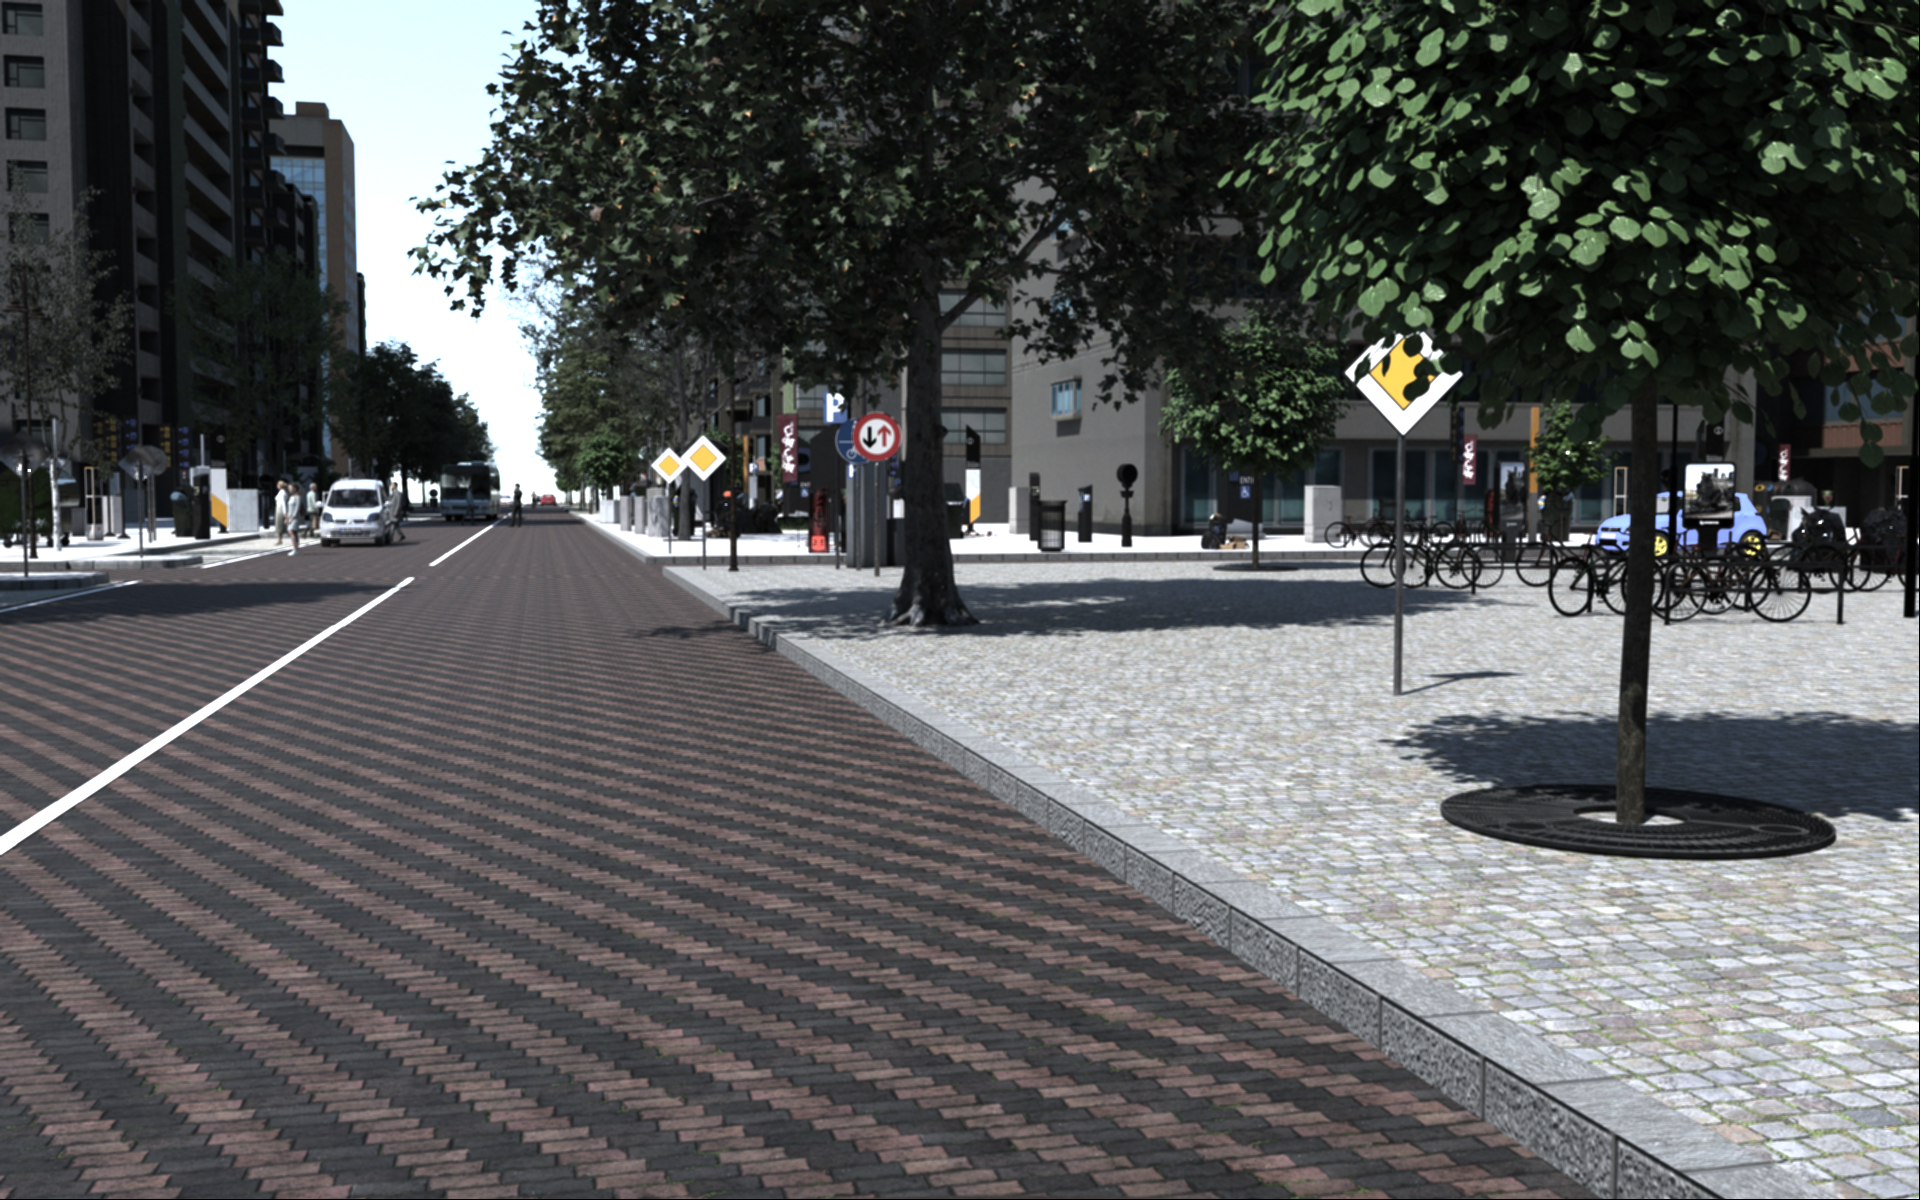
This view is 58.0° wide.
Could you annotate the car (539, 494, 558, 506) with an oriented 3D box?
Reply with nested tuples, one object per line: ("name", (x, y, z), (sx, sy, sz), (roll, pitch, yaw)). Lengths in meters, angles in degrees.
("car", (-49.722, -12.244, 209.227), (2.155, 1.783, 4.494), (-1, 4, -14))

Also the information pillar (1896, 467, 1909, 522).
("information pillar", (25.230, -2.558, 46.319), (0.304, 2.012, 0.304), (1, 4, 12))

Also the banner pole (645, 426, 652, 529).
("banner pole", (-11.438, -4.506, 63.693), (0.401, 3.779, 0.863), (-2, 4, -25))

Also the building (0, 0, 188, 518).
("building", (-49.314, -19.524, 90.923), (14.160, 30.474, 14.107), (-1, 4, -14))

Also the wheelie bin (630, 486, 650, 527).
("wheelie bin", (-12.573, -3.699, 68.390), (0.980, 1.594, 0.693), (-2, 4, -30))

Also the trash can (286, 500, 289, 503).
("trash can", (-29.412, -3.952, 76.261), (0.748, 1.137, 0.748), (0, 3, 0))

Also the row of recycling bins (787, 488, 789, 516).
("row of recycling bins", (-6.214, -4.315, 77.667), (3.534, 1.692, 1.069), (2, 4, 25))

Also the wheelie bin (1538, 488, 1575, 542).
("wheelie bin", (16.068, -2.364, 46.563), (0.980, 1.594, 0.693), (-1, 4, -10))

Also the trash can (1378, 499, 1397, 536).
("trash can", (13.094, -2.518, 52.817), (0.748, 1.137, 0.748), (0, 3, 0))

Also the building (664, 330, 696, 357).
("building", (-31.593, -34.722, 259.578), (32.217, 40.220, 23.993), (-1, 4, -14))

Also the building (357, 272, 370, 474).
("building", (-81.586, -27.119, 215.098), (14.160, 30.474, 14.107), (-1, 4, -14))

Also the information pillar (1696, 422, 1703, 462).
("information pillar", (23.116, -3.840, 54.137), (0.183, 3.616, 0.504), (3, 5, 43))

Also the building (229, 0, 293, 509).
("building", (-65.749, -29.481, 136.639), (22.147, 44.769, 28.867), (-1, 4, -14))

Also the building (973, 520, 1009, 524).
("building", (4.216, -24.341, 81.575), (14.154, 41.232, 14.086), (-1, 4, -14))

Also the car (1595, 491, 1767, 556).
("car", (16.141, -1.792, 38.888), (3.694, 1.707, 1.945), (-1, 4, -14))

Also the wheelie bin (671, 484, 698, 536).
("wheelie bin", (-8.470, -2.776, 53.297), (0.693, 1.594, 0.980), (1, 4, 11))

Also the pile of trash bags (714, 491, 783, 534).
("pile of trash bags", (-7.147, -2.872, 56.709), (1.912, 1.369, 3.447), (-2, 4, -25))

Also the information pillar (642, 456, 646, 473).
("information pillar", (-19.165, -6.942, 104.849), (0.504, 3.616, 0.183), (2, 4, 33))

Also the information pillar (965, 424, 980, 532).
("information pillar", (0.431, -4.085, 58.142), (0.504, 3.616, 0.183), (1, 4, 9))

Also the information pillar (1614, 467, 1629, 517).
("information pillar", (18.160, -2.635, 47.567), (0.304, 2.012, 0.304), (2, 4, 33))

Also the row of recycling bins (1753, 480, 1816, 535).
("row of recycling bins", (25.595, -2.854, 53.779), (1.069, 1.692, 3.534), (0, 4, 7))

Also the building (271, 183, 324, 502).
("building", (-66.787, -23.681, 158.890), (14.160, 30.474, 14.107), (-1, 4, -14))

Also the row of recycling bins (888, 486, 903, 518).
("row of recycling bins", (-2.980, -5.194, 92.039), (1.069, 1.692, 3.534), (1, 4, 19))

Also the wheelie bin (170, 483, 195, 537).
("wheelie bin", (-23.156, -2.684, 51.784), (0.693, 1.594, 0.980), (0, 4, 0))

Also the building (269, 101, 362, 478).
("building", (-77.834, -33.695, 201.016), (14.600, 45.320, 14.200), (-1, 4, -14))

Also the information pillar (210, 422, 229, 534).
("information pillar", (-24.072, -3.970, 56.270), (0.504, 3.616, 0.183), (-2, 4, -26))

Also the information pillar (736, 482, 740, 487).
("information pillar", (-13.358, -6.070, 103.732), (0.304, 2.012, 0.304), (-3, 4, -36))

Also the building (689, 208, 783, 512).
("building", (-14.075, -31.146, 163.857), (22.147, 44.769, 28.867), (-1, 4, -14))

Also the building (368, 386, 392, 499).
("building", (-92.968, -23.848, 234.948), (27.650, 21.520, 28.899), (-1, 4, -14))

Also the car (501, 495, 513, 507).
("car", (-51.441, -11.201, 195.494), (2.083, 1.381, 4.827), (-1, 4, -13))

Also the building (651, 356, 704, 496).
("building", (-27.488, -23.789, 233.982), (27.650, 21.520, 28.899), (-1, 4, -14))

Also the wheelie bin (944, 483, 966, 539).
("wheelie bin", (-0.326, -2.536, 49.373), (0.980, 1.594, 0.693), (-2, 4, -27))

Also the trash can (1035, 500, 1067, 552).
("trash can", (2.018, -1.632, 38.343), (0.748, 1.137, 0.748), (0, 3, 0))

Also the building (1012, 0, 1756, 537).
("building", (13.204, -26.870, 63.033), (21.600, 48.544, 21.300), (-1, 4, -14))

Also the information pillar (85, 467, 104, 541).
("information pillar", (-23.757, -2.632, 47.530), (0.304, 2.012, 0.304), (2, 4, 24))

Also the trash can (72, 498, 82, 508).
("trash can", (-36.422, -3.636, 71.103), (0.748, 1.137, 0.748), (0, 3, 0))

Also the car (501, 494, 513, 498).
("car", (-54.655, -12.109, 207.764), (2.009, 1.686, 4.222), (-1, 4, -14))

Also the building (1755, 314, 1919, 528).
("building", (46.037, -25.329, 68.753), (28.867, 44.769, 22.147), (-1, 4, -14))

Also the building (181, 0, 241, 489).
("building", (-60.159, -29.856, 111.847), (21.300, 48.544, 21.600), (-1, 4, -14))

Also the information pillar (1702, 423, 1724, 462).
("information pillar", (21.282, -3.517, 48.861), (0.504, 3.616, 0.183), (1, 4, 18))

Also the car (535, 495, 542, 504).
("car", (-62.471, -15.031, 258.331), (1.945, 1.354, 3.894), (-1, 4, -15))

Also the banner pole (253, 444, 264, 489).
("banner pole", (-34.996, -5.894, 86.388), (0.863, 3.779, 0.401), (2, 4, 26))

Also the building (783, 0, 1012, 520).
("building", (-3.747, -25.611, 102.333), (14.154, 41.232, 14.086), (-1, 4, -14))

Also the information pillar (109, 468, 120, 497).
("information pillar", (-32.109, -4.548, 65.716), (0.504, 3.616, 0.183), (2, 4, 24))

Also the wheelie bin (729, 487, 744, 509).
("wheelie bin", (-9.721, -4.137, 75.541), (0.980, 1.594, 0.693), (0, 4, -4))

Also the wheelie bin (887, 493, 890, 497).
("wheelie bin", (-3.032, -3.397, 63.455), (0.980, 1.594, 0.693), (-1, 4, -19))

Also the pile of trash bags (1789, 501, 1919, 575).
("pile of trash bags", (15.326, -1.129, 28.207), (3.447, 1.369, 1.912), (2, 4, 33))
